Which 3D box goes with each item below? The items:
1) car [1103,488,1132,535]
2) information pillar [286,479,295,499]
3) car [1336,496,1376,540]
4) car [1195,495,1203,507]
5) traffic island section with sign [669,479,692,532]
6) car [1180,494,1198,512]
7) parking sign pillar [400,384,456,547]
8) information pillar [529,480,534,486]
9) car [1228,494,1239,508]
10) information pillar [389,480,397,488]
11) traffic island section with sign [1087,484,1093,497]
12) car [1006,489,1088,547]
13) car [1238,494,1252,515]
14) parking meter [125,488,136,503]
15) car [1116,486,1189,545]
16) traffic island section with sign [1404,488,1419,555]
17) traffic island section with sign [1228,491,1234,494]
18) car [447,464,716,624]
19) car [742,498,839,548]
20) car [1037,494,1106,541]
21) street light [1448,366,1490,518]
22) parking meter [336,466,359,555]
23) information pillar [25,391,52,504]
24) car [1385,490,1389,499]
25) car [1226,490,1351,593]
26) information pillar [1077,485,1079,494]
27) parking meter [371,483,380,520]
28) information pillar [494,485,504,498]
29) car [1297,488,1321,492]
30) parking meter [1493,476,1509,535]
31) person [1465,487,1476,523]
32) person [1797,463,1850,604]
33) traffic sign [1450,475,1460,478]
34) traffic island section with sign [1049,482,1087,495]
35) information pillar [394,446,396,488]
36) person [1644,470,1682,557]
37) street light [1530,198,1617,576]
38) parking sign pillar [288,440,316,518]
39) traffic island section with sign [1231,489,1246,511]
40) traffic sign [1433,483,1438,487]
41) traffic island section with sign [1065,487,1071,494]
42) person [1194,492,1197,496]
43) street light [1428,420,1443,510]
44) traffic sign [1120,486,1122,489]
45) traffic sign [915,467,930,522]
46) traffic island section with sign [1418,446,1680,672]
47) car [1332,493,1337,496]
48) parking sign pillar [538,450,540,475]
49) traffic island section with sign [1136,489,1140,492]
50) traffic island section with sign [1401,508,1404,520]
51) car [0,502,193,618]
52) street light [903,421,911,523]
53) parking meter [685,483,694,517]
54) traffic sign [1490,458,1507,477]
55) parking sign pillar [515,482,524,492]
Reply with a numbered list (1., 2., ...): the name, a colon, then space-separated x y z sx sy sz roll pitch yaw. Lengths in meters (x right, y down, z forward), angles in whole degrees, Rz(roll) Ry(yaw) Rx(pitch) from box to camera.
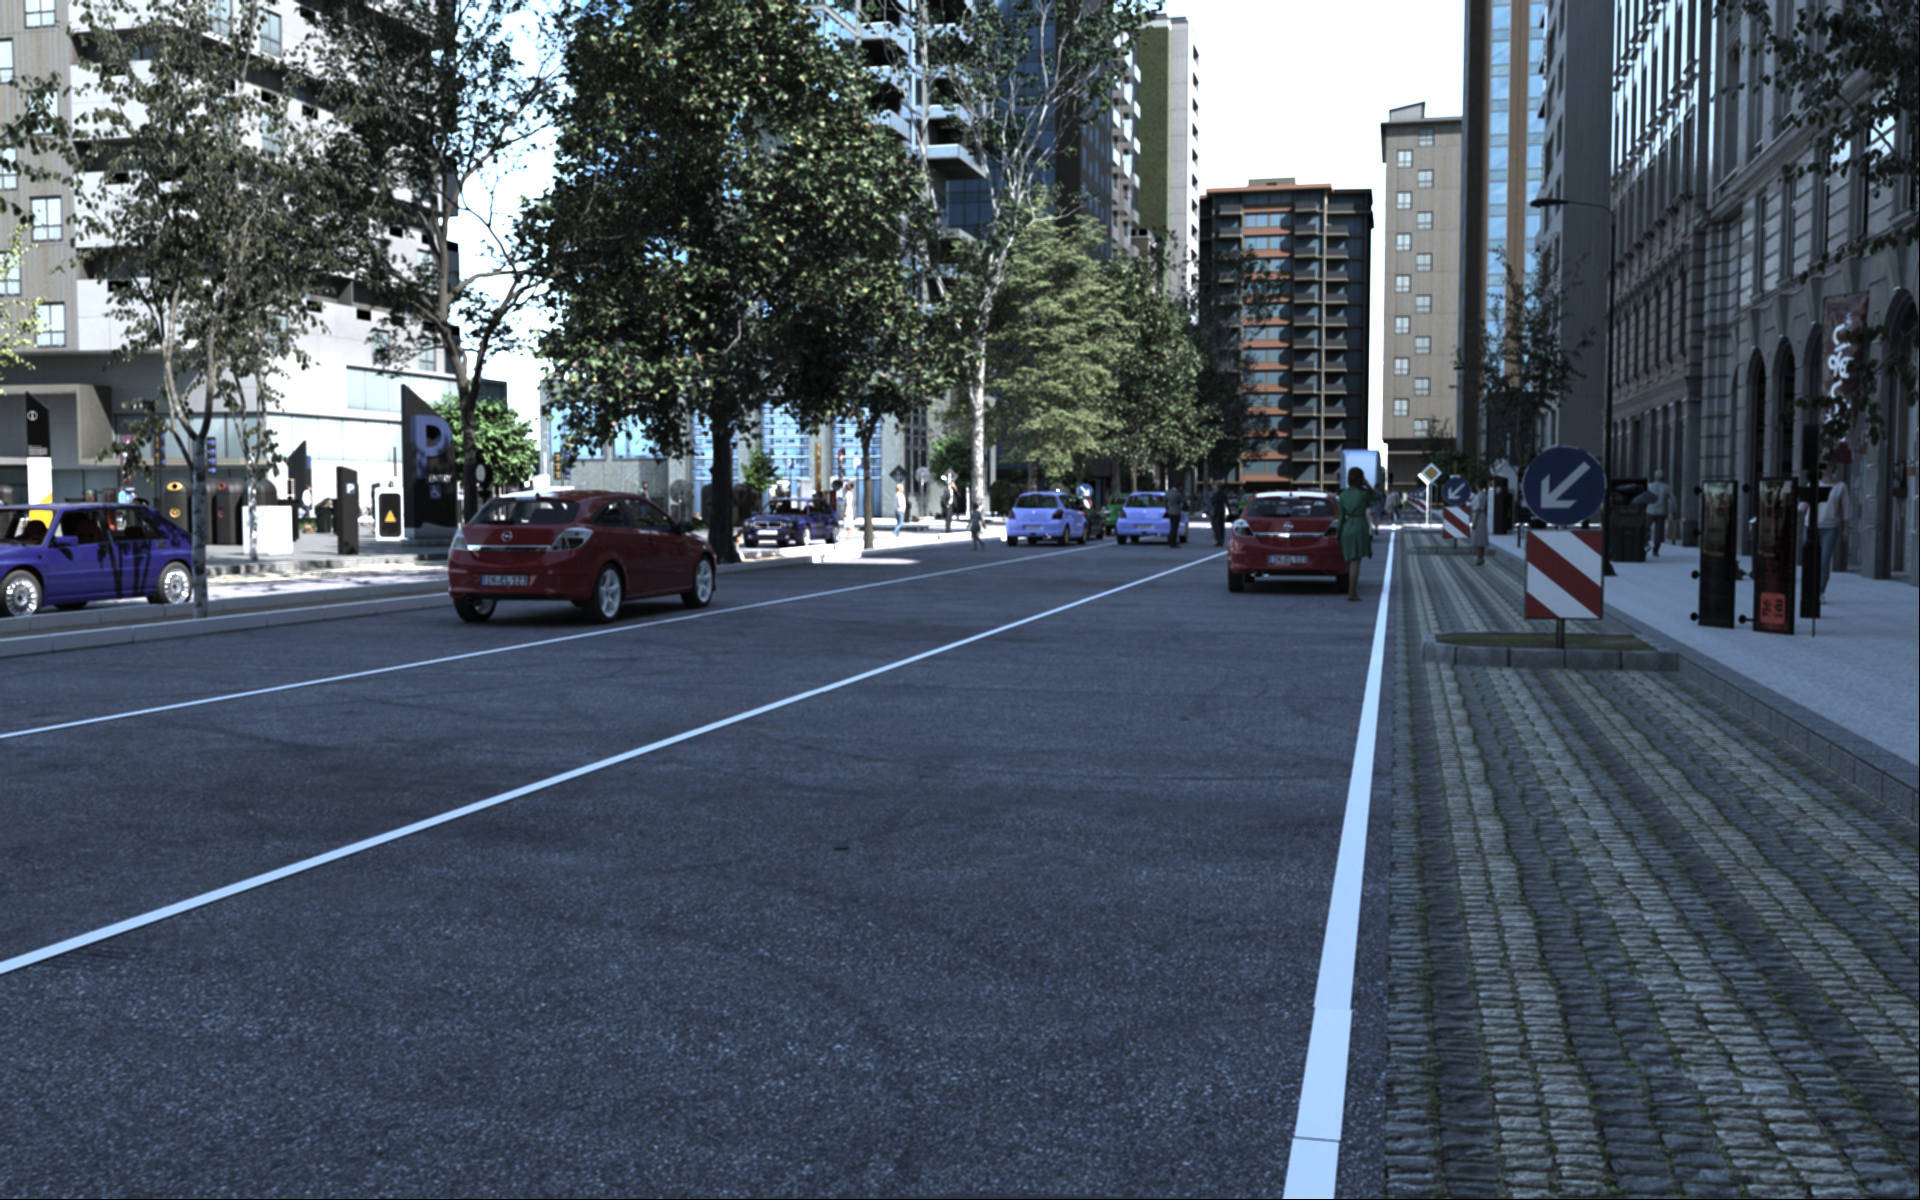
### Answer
1. car: 6.171 -3.217 61.398 1.959 1.807 4.718 1 4 13
2. information pillar: -32.531 -4.875 84.205 0.304 2.012 0.304 0 4 -2
3. car: 11.664 -2.492 53.104 2.083 1.381 4.827 1 4 16
4. car: 23.700 -9.696 171.103 1.945 1.354 3.894 1 4 15
5. traffic island section with sign: -7.673 -2.307 46.347 1.989 1.847 2.006 1 4 14
6. car: 16.770 -7.300 129.140 2.009 1.686 4.222 1 4 13
7. parking sign pillar: -13.160 -3.331 42.935 1.447 3.967 1.447 2 4 34
8. information pillar: -21.738 -5.122 88.233 0.304 2.012 0.304 2 4 26
9. car: 28.009 -10.200 178.774 2.014 1.417 4.499 1 4 15
10. information pillar: -30.562 -5.440 93.441 0.304 2.012 0.304 3 5 41
11. traffic island section with sign: 5.472 -4.046 74.291 2.006 1.907 1.989 1 4 14
12. car: 2.486 -2.395 48.744 1.945 1.707 3.694 1 4 16
13. car: 20.420 -6.826 120.405 1.959 1.807 4.718 1 4 15
14. parking meter: -32.704 -3.662 68.292 0.372 1.533 0.369 0 3 0
15. car: 5.630 -2.491 50.323 1.945 1.707 3.694 1 4 14
16. traffic island section with sign: 11.658 -1.990 41.173 1.989 1.847 2.006 1 4 14
17. traffic island section with sign: 31.559 -11.798 201.531 1.989 1.847 2.006 1 4 14
18. car: -4.374 -0.714 20.716 2.155 1.783 4.494 1 4 14
19. car: -4.601 -2.126 47.342 1.945 1.354 3.894 1 4 14
20. car: 3.471 -2.726 54.352 2.009 1.686 4.222 1 4 15
21. street light: 18.613 -5.531 62.969 1.470 5.913 1.316 1 4 14
22. parking meter: -12.943 -1.891 36.633 0.255 1.863 0.399 3 4 38
23. information pillar: -20.936 -2.936 39.364 0.504 3.616 0.183 0 4 -4
24. car: 40.151 -9.565 165.057 2.281 1.827 5.304 1 4 14
25. car: 5.137 -1.077 26.650 2.155 1.783 4.494 1 4 13
26. information pillar: 8.126 -7.830 119.375 0.183 3.616 0.504 0 4 -8
27. parking meter: -29.460 -4.993 87.348 0.399 1.863 0.255 -3 4 -38
28. information pillar: -17.904 -3.841 67.295 0.304 2.012 0.304 1 4 17
29. car: 22.644 -6.348 112.455 2.281 1.827 5.304 1 4 14
30. parking meter: 17.030 -2.986 54.524 0.255 1.863 0.399 -3 4 -37
31. person: 22.962 -4.288 77.965 0.589 1.601 0.330 2 4 29
32. person: 10.083 -0.837 20.404 0.731 1.740 0.598 2 4 29
33. traffic sign: 26.518 -5.541 92.722 0.606 2.300 0.079 1 4 19
34. traffic island section with sign: 3.647 -3.607 67.112 2.006 1.907 1.989 1 4 14
35. information pillar: -27.867 -5.757 85.489 0.183 3.616 0.504 -1 4 -18
36. person: 14.317 -1.763 35.356 0.782 1.767 0.515 1 4 15
37. street light: 9.637 -3.344 27.222 1.470 5.913 1.316 1 4 14
38. parking sign pillar: -33.282 -6.046 87.325 1.447 3.967 1.447 2 4 32
39. traffic island section with sign: 23.882 -8.502 147.148 2.006 1.907 1.989 1 4 14
40. traffic sign: 37.665 -8.383 136.793 0.795 2.593 0.064 1 4 15
41. traffic island section with sign: 6.087 -5.638 100.808 1.989 1.847 2.006 1 4 14
42. person: 26.707 -11.765 198.417 1.348 1.823 0.705 -1 4 -19
43. street light: 30.215 -8.319 108.551 1.470 5.913 1.316 1 4 14
44. traffic sign: 12.196 -8.064 133.982 0.606 2.300 0.079 1 4 17
45. traffic sign: -1.750 -4.920 80.555 0.768 2.556 0.104 1 4 23
46. traffic island section with sign: 5.052 -0.392 15.036 1.989 1.847 2.006 1 4 14
47. car: 37.590 -10.091 174.580 1.945 1.707 3.694 1 4 14
48. parking sign pillar: -24.957 -7.106 104.659 1.447 3.967 1.447 1 4 11
49. traffic island section with sign: 12.951 -7.296 127.918 1.989 1.847 2.006 1 4 14
50. traffic island section with sign: 25.421 -5.321 95.632 1.989 1.847 2.006 1 4 14
51. car: -10.768 -0.469 20.241 1.945 1.354 3.894 1 4 14
52. street light: -1.822 -6.354 76.432 1.470 5.913 1.316 1 4 14
53. parking meter: -13.070 -4.769 83.683 0.399 1.863 0.255 1 4 12
54. traffic sign: 19.258 -3.768 61.715 0.768 2.556 0.104 1 4 21
55. parking sign pillar: -40.023 -10.276 156.491 1.447 3.967 1.447 -1 4 -13
